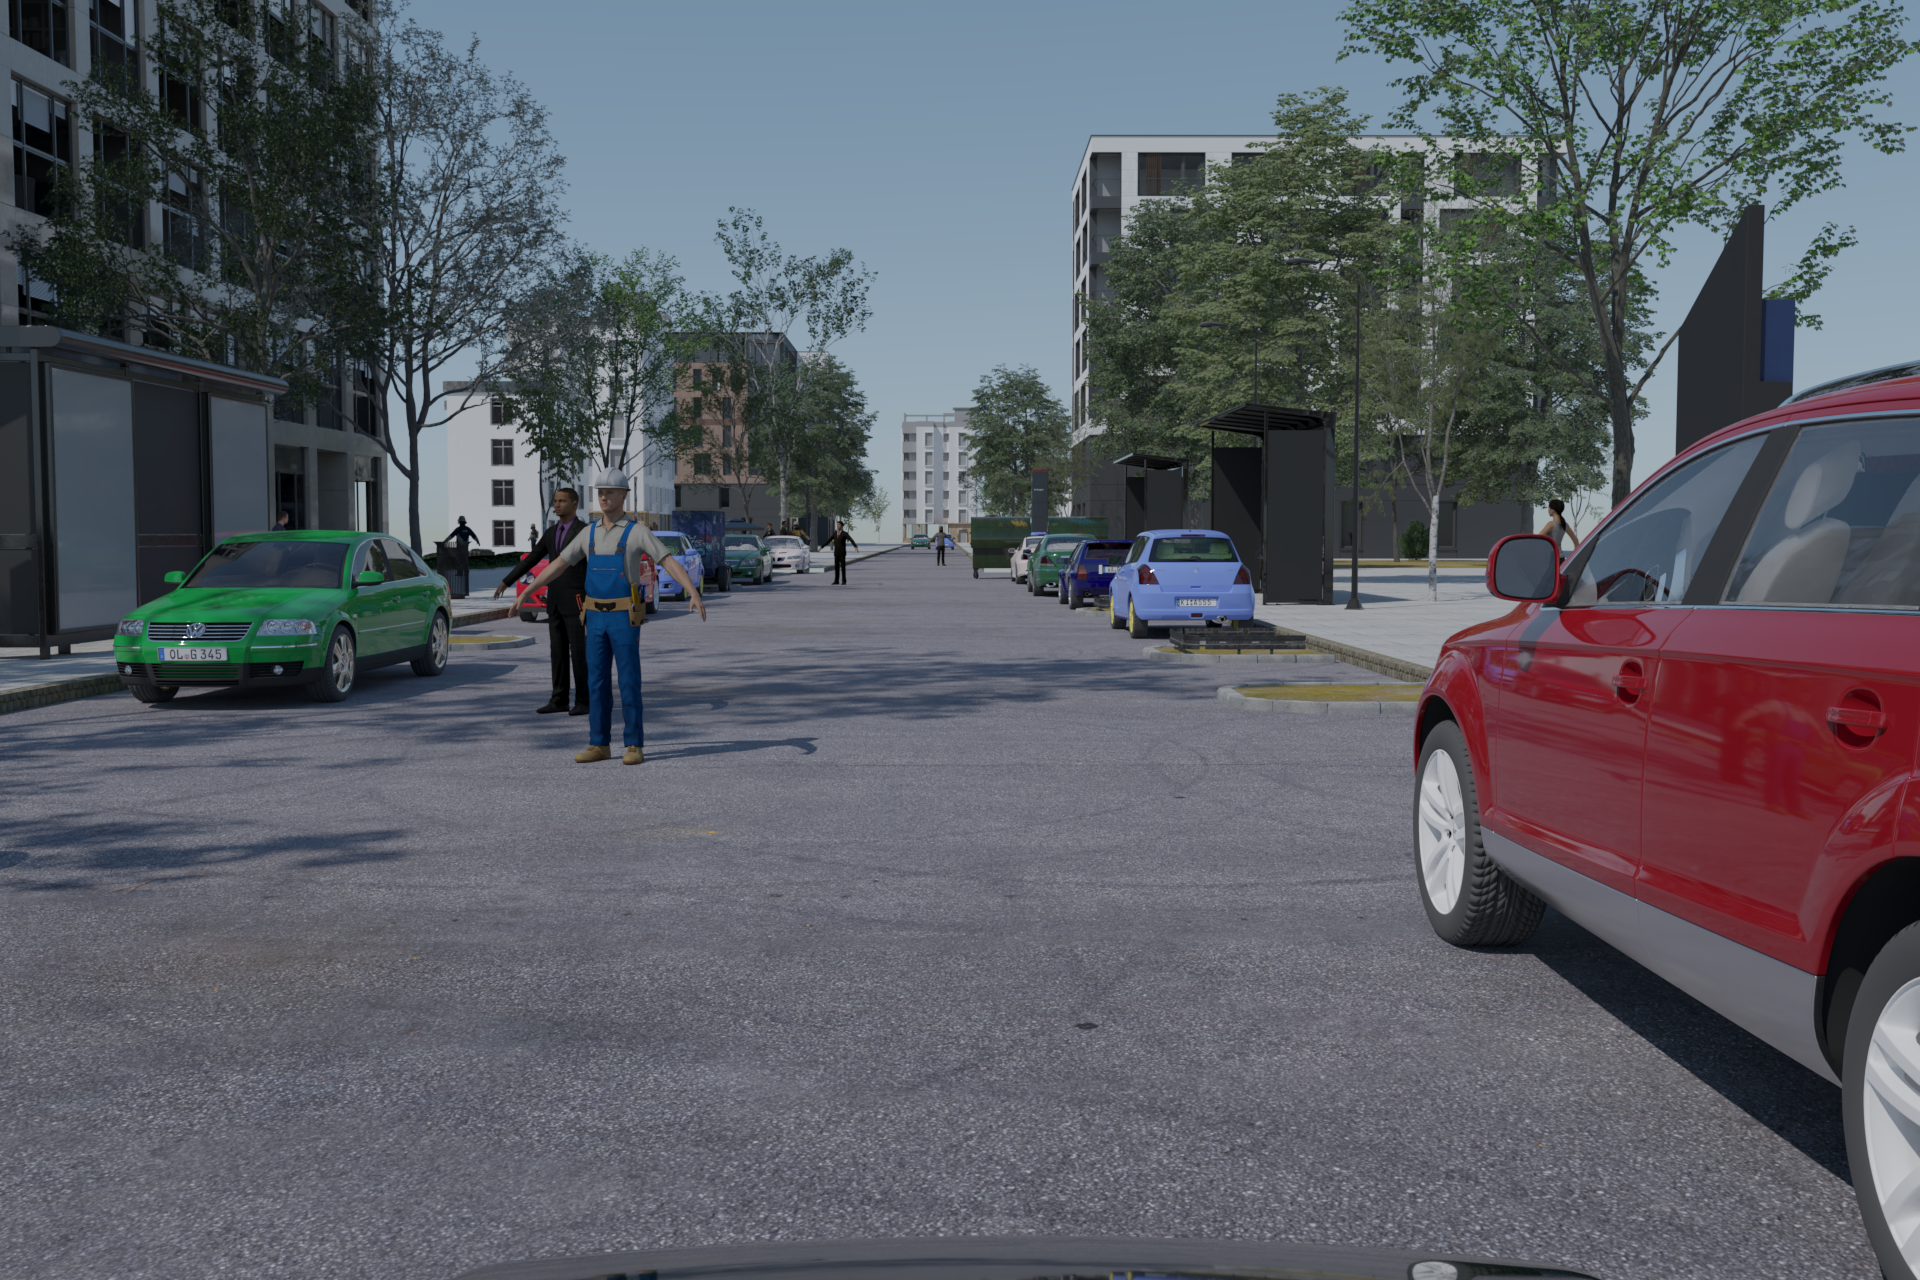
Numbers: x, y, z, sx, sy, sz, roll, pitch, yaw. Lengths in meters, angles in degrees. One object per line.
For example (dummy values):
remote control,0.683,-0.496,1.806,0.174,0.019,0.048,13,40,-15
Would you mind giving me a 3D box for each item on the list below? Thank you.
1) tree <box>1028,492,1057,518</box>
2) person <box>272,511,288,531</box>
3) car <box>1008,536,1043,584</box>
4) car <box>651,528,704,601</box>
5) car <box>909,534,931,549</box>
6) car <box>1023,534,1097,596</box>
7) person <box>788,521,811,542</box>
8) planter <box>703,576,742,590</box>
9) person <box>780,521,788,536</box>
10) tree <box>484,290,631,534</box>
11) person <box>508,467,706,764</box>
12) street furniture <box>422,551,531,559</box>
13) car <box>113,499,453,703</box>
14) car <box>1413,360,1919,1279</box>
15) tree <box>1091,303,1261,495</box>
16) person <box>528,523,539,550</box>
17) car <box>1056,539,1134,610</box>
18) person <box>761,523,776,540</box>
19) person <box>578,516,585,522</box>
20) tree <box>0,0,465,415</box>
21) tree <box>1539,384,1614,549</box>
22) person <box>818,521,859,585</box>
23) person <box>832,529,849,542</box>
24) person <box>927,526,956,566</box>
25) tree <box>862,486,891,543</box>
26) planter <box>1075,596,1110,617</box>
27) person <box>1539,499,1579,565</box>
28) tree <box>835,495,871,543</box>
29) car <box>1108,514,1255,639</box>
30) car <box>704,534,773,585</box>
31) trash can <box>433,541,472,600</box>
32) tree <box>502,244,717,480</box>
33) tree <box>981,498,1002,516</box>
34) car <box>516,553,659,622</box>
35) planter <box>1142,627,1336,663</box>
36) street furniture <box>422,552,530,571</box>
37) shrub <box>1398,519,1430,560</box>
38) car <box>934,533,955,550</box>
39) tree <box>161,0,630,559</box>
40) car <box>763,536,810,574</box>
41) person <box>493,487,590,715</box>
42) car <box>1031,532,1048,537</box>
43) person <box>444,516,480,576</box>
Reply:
tree,13.906,-20.921,260.184,7.486,12.596,7.792,0,3,0
person,-12.603,-1.542,32.169,0.530,1.710,0.541,0,4,5
car,2.484,-2.346,50.717,2.083,1.381,4.827,0,4,-1
car,-6.670,-1.736,37.977,1.945,1.707,3.694,0,4,-1
car,-3.681,-9.257,163.143,2.131,1.459,4.920,0,3,0
car,2.580,-1.803,41.270,2.131,1.459,4.920,0,4,0
person,-7.212,-4.317,76.350,1.354,1.858,0.705,0,4,2
planter,-6.798,-1.497,45.620,1.991,0.319,1.994,0,4,-1
person,-6.927,-3.821,68.615,0.704,1.812,1.346,0,4,-1
tree,-12.369,-6.241,52.408,4.737,8.622,4.395,0,3,0
person,-2.183,-0.156,10.861,1.347,1.847,0.705,1,4,16
street furniture,-19.909,-4.012,81.221,10.072,0.657,5.734,2,4,25
car,-6.134,-0.449,16.139,1.959,1.807,4.718,0,3,0
car,2.687,0.259,4.432,2.281,1.827,5.304,0,3,0
tree,9.717,-9.124,74.940,9.928,11.665,9.643,0,3,0
person,-22.846,-5.314,92.662,0.705,1.856,1.354,0,4,0
car,2.903,-1.321,34.186,1.945,1.354,3.894,0,4,-1
person,-9.458,-4.892,85.914,0.705,1.837,1.347,-3,5,-42
person,-7.201,-1.475,33.043,1.216,1.772,0.721,-3,4,-38
tree,-12.292,-5.791,29.089,8.767,10.594,7.601,1,4,14
tree,27.605,-7.769,77.390,4.360,8.622,3.978,0,3,0
person,-3.398,-2.458,48.834,1.347,1.806,0.705,2,4,28
person,-5.869,-4.796,84.377,0.705,1.833,1.349,2,4,31
person,-0.843,-4.241,77.922,1.348,1.813,0.705,-1,4,-19
tree,-12.231,-18.701,256.117,4.737,8.622,4.395,0,3,0
planter,3.077,-0.597,30.901,1.991,0.319,1.994,0,4,-1
person,7.685,-0.966,22.598,1.217,1.737,0.721,-2,4,-31
tree,-16.737,-20.088,262.856,7.601,10.594,8.767,1,4,9
car,3.140,-0.944,25.033,1.945,1.707,3.694,0,4,-1
car,-6.479,-2.344,50.124,2.131,1.459,4.920,0,4,-1
trash can,-9.986,-1.373,34.108,0.748,1.137,0.748,0,3,0
tree,-12.664,-8.390,62.939,9.928,11.665,9.643,0,3,0
tree,5.145,-18.729,256.572,4.737,8.622,4.395,0,3,0
car,-6.325,-1.263,29.694,2.155,1.783,4.494,0,4,-1
planter,3.164,0.058,20.199,1.991,0.319,1.994,0,4,-1
street furniture,-17.270,-3.049,65.472,5.734,0.657,10.072,0,4,1
shrub,22.321,-4.944,84.872,1.661,2.075,1.752,0,3,0
car,-1.393,-9.022,157.098,1.945,1.707,3.694,0,4,-2
tree,-12.695,-7.907,39.655,12.009,13.543,11.850,0,3,0
car,-6.560,-3.149,63.847,2.083,1.381,4.827,0,4,-1
person,-3.138,-0.313,13.795,1.346,1.802,0.704,2,4,28
car,2.743,-3.041,59.311,1.945,1.707,3.694,0,4,-1
person,-15.242,-2.883,53.001,0.704,1.845,1.351,3,5,42
